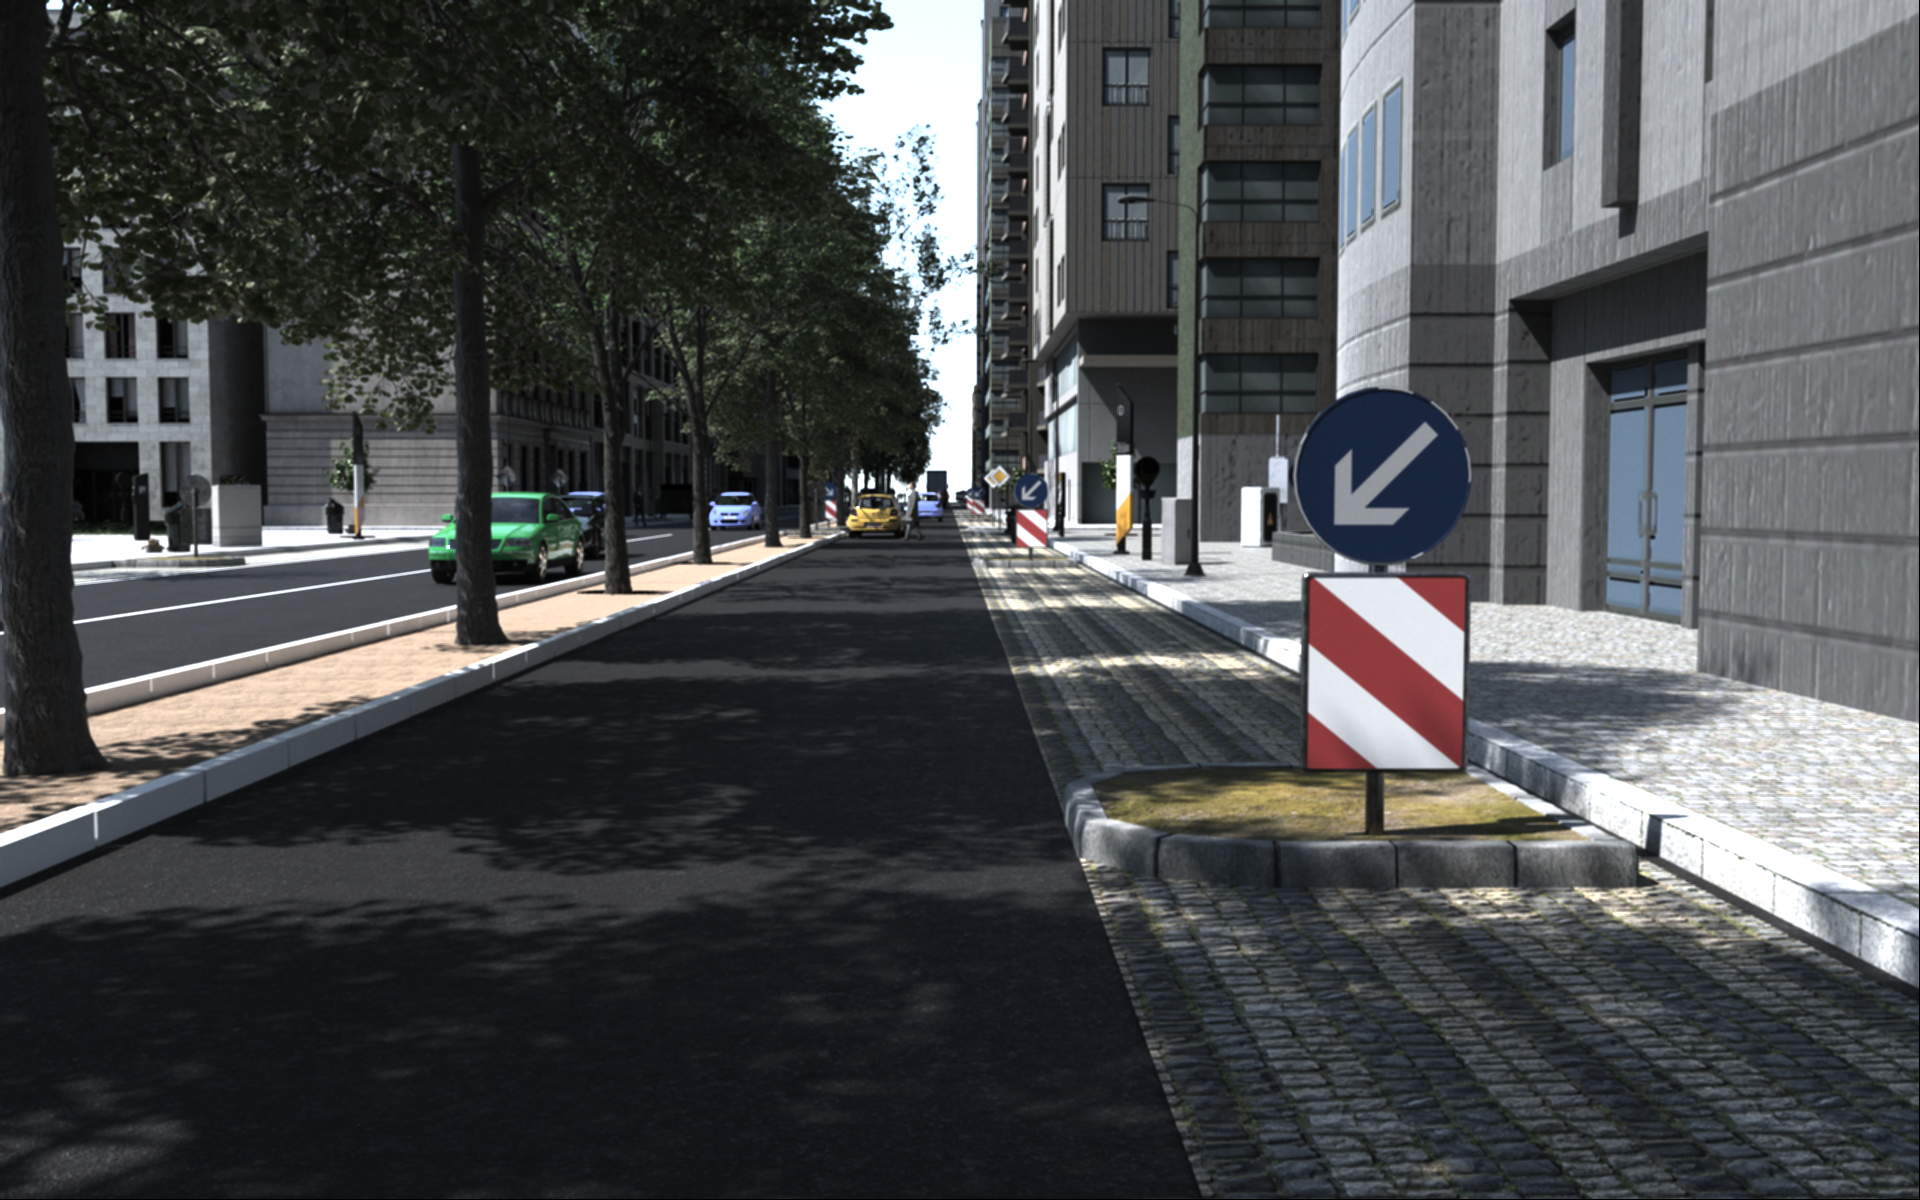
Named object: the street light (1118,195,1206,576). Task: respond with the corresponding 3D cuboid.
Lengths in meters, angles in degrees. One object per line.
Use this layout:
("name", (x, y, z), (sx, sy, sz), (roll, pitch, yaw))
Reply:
("street light", (3.149, -3.336, 27.077), (1.470, 5.913, 1.316), (0, 4, 0))

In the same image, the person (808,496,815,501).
("person", (-12.331, -8.307, 145.028), (1.217, 1.736, 0.721), (-1, 4, -10))

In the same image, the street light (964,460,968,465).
("street light", (1.608, -15.068, 218.903), (1.470, 5.913, 1.316), (0, 4, 0))

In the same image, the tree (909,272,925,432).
("tree", (-4.962, -7.673, 46.034), (7.486, 12.596, 7.792), (0, 3, 0))

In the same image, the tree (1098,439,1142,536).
("tree", (5.105, -3.599, 53.438), (1.663, 3.219, 1.824), (0, 3, 0))

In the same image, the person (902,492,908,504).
("person", (-7.802, -14.540, 246.215), (0.705, 1.826, 1.348), (3, 4, 37))

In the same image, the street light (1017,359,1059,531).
("street light", (2.814, -5.333, 59.731), (1.470, 5.913, 1.316), (0, 4, 0))

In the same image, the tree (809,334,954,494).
("tree", (-5.198, -11.589, 108.952), (9.611, 12.733, 9.660), (0, 3, 0))

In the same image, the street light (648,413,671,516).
("street light", (-17.312, -7.789, 99.889), (1.470, 5.913, 1.316), (0, 4, 0))

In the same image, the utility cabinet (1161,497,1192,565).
("utility cabinet", (4.013, -1.261, 31.777), (0.306, 1.237, 1.020), (2, 4, 27))

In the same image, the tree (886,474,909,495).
("tree", (-5.427, -11.523, 141.213), (4.360, 8.622, 3.978), (0, 3, 0))

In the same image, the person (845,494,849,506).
("person", (-12.999, -11.906, 203.982), (1.217, 1.723, 0.721), (-1, 4, -20))

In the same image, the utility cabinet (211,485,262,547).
("utility cabinet", (-17.474, -2.028, 41.834), (0.318, 1.500, 1.173), (2, 4, 31))

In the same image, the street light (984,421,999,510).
("street light", (2.465, -8.417, 110.163), (1.470, 5.913, 1.316), (0, 4, 0))

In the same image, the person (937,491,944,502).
("person", (-1.775, -8.463, 147.803), (0.756, 1.711, 0.436), (0, 4, -3))

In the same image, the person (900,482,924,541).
("person", (-1.484, -2.734, 53.300), (0.767, 1.812, 0.694), (0, 4, -3))

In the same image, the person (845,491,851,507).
("person", (-12.443, -11.456, 195.822), (1.348, 1.821, 0.705), (3, 5, 44))

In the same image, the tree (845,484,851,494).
("tree", (-19.541, -18.664, 299.760), (1.663, 3.219, 1.824), (0, 3, 0))

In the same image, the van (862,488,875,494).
("van", (-8.352, -9.713, 163.192), (2.240, 2.365, 5.245), (0, 4, 0))

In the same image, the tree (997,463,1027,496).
("tree", (3.536, -6.799, 105.763), (1.663, 3.219, 1.824), (0, 3, 0))

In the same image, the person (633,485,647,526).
("person", (-14.492, -4.297, 78.534), (0.659, 1.850, 0.755), (-3, 5, -40))

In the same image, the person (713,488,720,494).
("person", (-15.915, -6.413, 113.319), (0.580, 1.828, 0.573), (1, 4, 14))

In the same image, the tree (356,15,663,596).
("tree", (-5.003, -5.892, 24.542), (9.928, 11.665, 9.643), (0, 3, 0))

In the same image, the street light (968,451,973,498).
("street light", (1.907, -13.087, 186.505), (1.470, 5.913, 1.316), (0, 4, 0))

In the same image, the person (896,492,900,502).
("person", (-9.405, -15.667, 265.587), (0.756, 1.711, 0.436), (-2, 4, -30))

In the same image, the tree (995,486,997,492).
("tree", (3.572, -9.185, 144.777), (1.663, 3.219, 1.824), (0, 3, 0))

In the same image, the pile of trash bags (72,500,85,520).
("pile of trash bags", (-31.080, -2.960, 58.147), (3.447, 1.369, 1.912), (0, 4, 4))

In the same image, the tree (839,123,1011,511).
("tree", (-4.176, -14.018, 87.532), (12.611, 20.169, 13.585), (0, 3, 0))

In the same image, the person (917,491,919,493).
("person", (-4.084, -9.447, 163.673), (0.721, 1.735, 1.217), (1, 4, 13))

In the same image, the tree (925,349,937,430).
("tree", (-4.865, -9.251, 71.837), (7.486, 12.596, 7.792), (0, 3, 0))

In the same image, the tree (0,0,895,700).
("tree", (-4.487, -5.819, 15.727), (7.486, 12.596, 7.792), (0, 3, 0))

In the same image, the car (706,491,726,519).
("car", (-13.034, -5.248, 94.837), (2.155, 1.783, 4.494), (0, 3, 0))

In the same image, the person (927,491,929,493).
("person", (-3.105, -9.875, 170.500), (0.434, 1.755, 0.990), (1, 4, 21))

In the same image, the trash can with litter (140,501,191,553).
("trash can with litter", (-17.441, -1.636, 38.141), (1.055, 1.170, 0.624), (-3, 4, -39))

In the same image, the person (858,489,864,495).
("person", (-6.968, -6.889, 121.257), (0.709, 1.813, 0.853), (1, 4, 9))

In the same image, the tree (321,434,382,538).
("tree", (-17.699, -3.451, 51.030), (1.663, 3.219, 1.824), (0, 3, 0))

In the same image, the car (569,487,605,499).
("car", (-12.459, -2.930, 57.496), (1.945, 1.707, 3.694), (0, 4, 1))

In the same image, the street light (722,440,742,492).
("street light", (-17.577, -9.759, 132.105), (1.470, 5.913, 1.316), (0, 4, 0))

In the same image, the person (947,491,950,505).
("person", (-1.643, -13.712, 232.627), (0.705, 1.831, 1.348), (-1, 4, -21))

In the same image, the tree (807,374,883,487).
("tree", (-5.366, -7.666, 78.153), (4.737, 8.622, 4.395), (0, 3, 0))

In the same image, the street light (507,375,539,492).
("street light", (-17.115, -5.818, 67.673), (1.470, 5.913, 1.316), (0, 4, 0))

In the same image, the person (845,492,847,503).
("person", (-17.312, -15.566, 263.666), (0.551, 1.740, 0.621), (1, 4, 19))

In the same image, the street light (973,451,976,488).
("street light", (2.131, -11.116, 154.288), (1.470, 5.913, 1.316), (0, 4, 0))

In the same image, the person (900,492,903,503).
("person", (-9.853, -17.300, 291.448), (1.348, 1.812, 0.705), (-1, 4, -20))

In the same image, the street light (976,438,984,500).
("street light", (2.265, -10.418, 142.877), (1.470, 5.913, 1.316), (0, 4, 0))

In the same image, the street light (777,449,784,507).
("street light", (-17.889, -12.458, 176.230), (1.470, 5.913, 1.316), (0, 4, 0))

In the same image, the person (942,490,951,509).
("person", (-1.492, -9.903, 170.502), (1.348, 1.812, 0.705), (-1, 4, -17))

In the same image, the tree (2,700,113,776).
("tree", (-4.601, -5.356, 8.154), (7.486, 12.596, 7.792), (0, 3, 0))

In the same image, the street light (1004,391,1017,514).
("street light", (2.657, -6.447, 77.947), (1.470, 5.913, 1.316), (0, 4, 0))

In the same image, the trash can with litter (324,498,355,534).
("trash can with litter", (-19.924, -2.721, 55.877), (1.055, 1.170, 0.624), (-2, 4, -29))
